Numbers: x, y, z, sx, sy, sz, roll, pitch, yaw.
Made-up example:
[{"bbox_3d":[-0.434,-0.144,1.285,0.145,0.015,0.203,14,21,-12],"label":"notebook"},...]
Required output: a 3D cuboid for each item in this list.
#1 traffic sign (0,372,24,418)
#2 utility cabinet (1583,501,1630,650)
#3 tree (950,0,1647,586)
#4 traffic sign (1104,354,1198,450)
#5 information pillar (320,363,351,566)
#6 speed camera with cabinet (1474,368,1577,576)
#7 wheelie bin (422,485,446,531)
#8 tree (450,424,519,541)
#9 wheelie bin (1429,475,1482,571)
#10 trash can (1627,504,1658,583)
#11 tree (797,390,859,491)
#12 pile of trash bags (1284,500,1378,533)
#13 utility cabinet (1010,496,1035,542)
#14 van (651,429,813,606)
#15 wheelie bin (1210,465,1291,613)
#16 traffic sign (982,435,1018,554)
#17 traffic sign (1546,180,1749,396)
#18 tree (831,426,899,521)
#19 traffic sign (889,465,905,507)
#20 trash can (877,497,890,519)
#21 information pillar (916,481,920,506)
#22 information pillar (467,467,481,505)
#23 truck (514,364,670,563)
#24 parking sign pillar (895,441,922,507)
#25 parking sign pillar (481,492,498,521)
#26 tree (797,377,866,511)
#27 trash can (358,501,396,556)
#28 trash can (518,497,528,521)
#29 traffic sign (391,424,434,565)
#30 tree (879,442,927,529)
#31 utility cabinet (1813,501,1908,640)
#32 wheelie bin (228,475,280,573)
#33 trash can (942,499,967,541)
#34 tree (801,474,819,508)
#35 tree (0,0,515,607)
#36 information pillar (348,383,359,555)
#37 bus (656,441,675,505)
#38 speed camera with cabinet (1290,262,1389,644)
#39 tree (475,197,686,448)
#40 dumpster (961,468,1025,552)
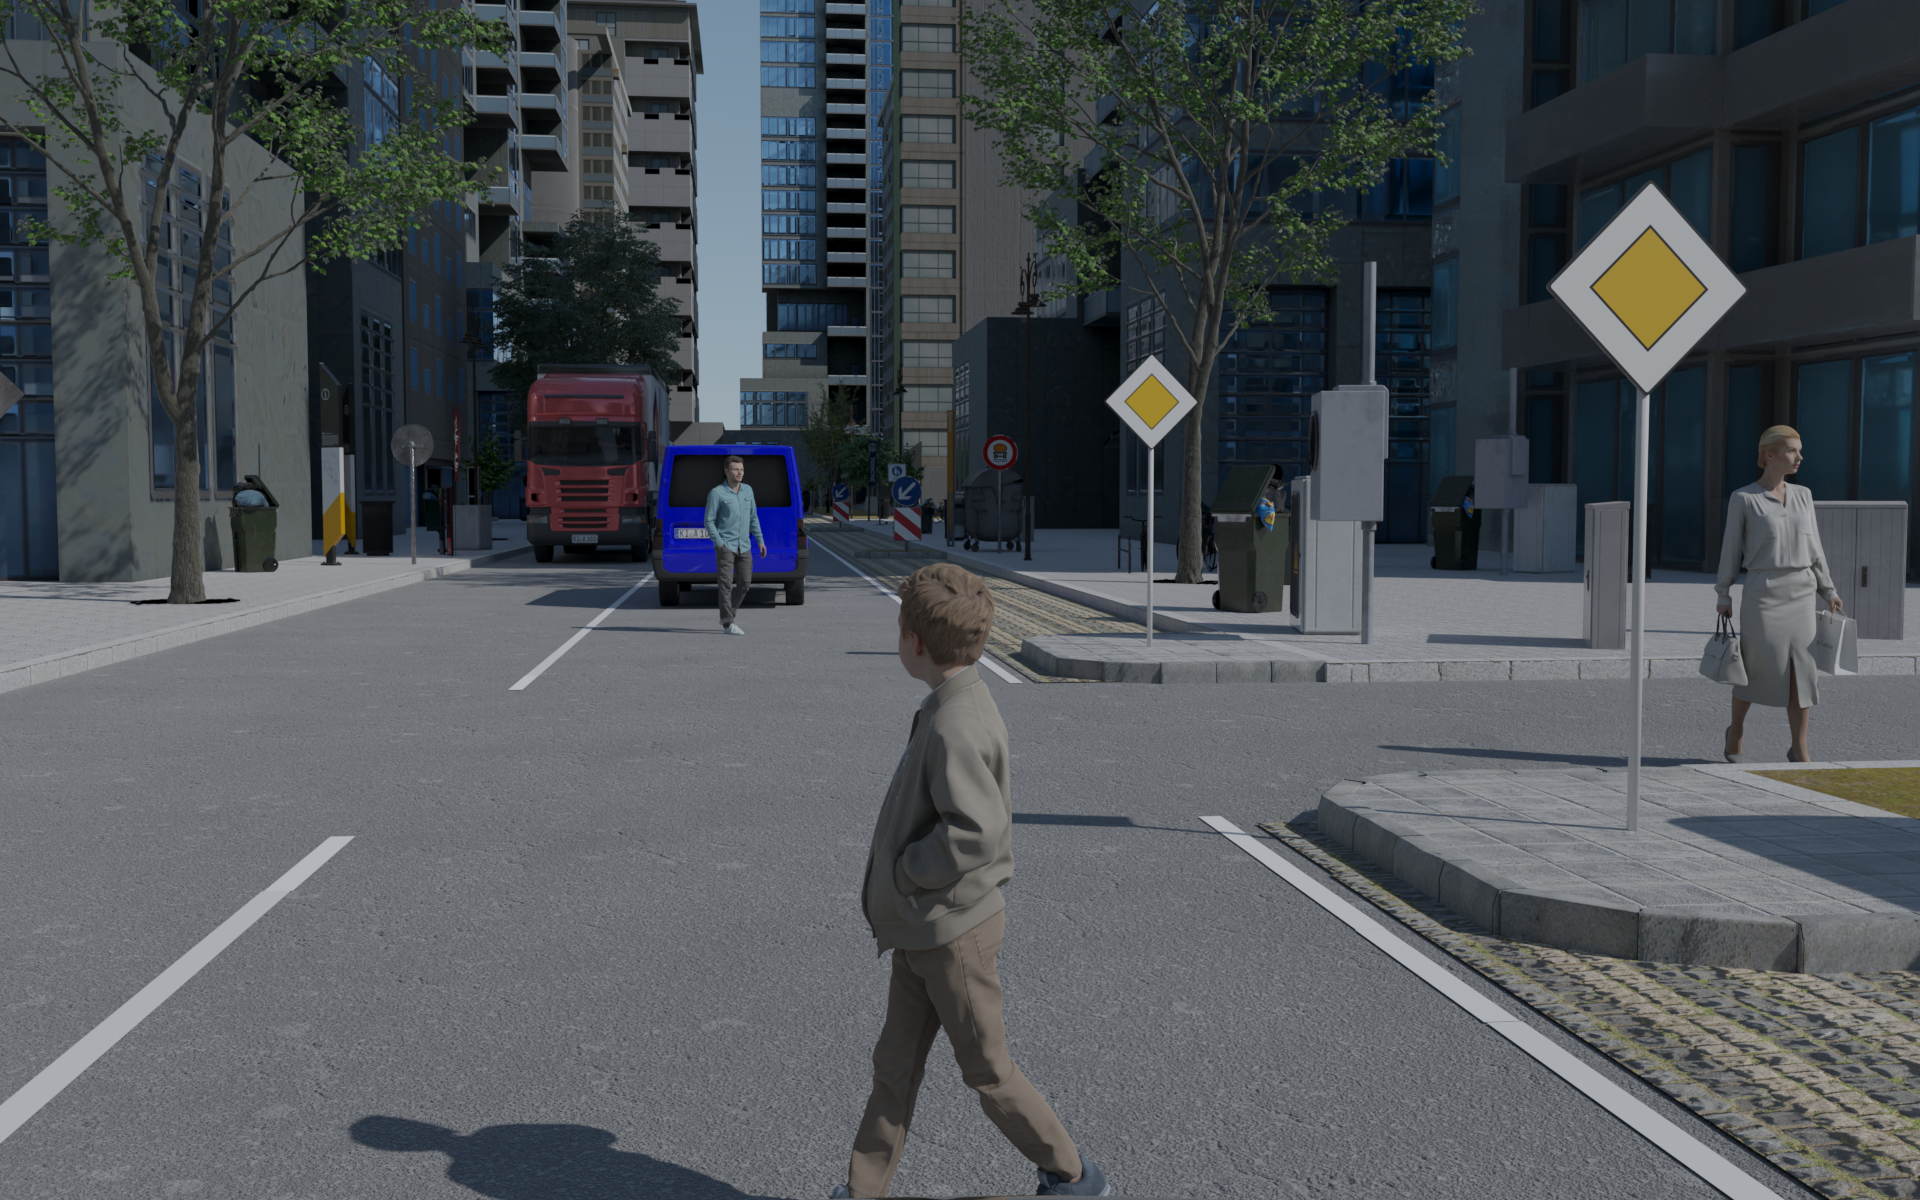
[{"bbox_3d":[-7.615,-0.681,13.328,0.795,2.593,0.064,0,4,-7],"label":"traffic sign"},{"bbox_3d":[5.487,-0.220,14.757,0.306,1.237,1.020,1,4,17],"label":"utility cabinet"},{"bbox_3d":[3.456,-6.037,24.464,9.928,11.665,9.643,0,3,0],"label":"tree"},{"bbox_3d":[1.612,-0.749,14.439,0.795,2.593,0.064,0,4,-7],"label":"traffic sign"},{"bbox_3d":[-11.224,-2.422,30.957,0.504,3.616,0.183,2,4,30],"label":"information pillar"},{"bbox_3d":[9.106,-2.048,27.823,2.038,3.252,0.660,-3,4,-38],"label":"speed camera with cabinet"},{"bbox_3d":[-18.223,-3.189,60.054,0.693,1.594,0.980,0,3,0],"label":"wheelie bin"},{"bbox_3d":[-12.969,-3.269,48.053,1.663,3.219,1.824,0,3,0],"label":"tree"},{"bbox_3d":[8.395,-1.310,29.325,0.693,1.594,0.980,-2,4,-34],"label":"wheelie bin"},{"bbox_3d":[9.729,-0.826,25.163,0.748,1.137,0.748,0,3,0],"label":"trash can"},{"bbox_3d":[-9.106,-10.480,121.707,4.360,8.622,3.978,0,3,0],"label":"tree"},{"bbox_3d":[7.178,-1.593,35.793,3.447,1.369,1.912,-1,4,-21],"label":"pile of trash bags"},{"bbox_3d":[1.642,-2.167,46.589,0.306,1.237,1.020,2,4,29],"label":"utility cabinet"},{"bbox_3d":[-3.108,-1.192,23.877,2.240,2.365,5.245,0,4,-6],"label":"van"},{"bbox_3d":[3.176,-0.676,18.958,0.693,1.594,0.980,-3,4,-36],"label":"wheelie bin"},{"bbox_3d":[0.857,-2.275,37.300,0.768,2.556,0.104,0,4,-6],"label":"traffic sign"},{"bbox_3d":[2.587,-0.264,6.514,0.795,2.593,0.064,0,4,-7],"label":"traffic sign"},{"bbox_3d":[-4.444,-6.054,82.704,4.285,4.588,4.351,0,3,0],"label":"tree"},{"bbox_3d":[-2.139,-3.474,58.937,0.606,2.300,0.079,0,4,1],"label":"traffic sign"},{"bbox_3d":[-3.961,-4.772,89.676,0.748,1.137,0.748,0,3,0],"label":"trash can"},{"bbox_3d":[-2.089,-4.821,83.321,0.304,2.012,0.304,0,4,-3],"label":"information pillar"},{"bbox_3d":[-13.042,-2.569,46.503,0.304,2.012,0.304,0,4,-7],"label":"information pillar"},{"bbox_3d":[-8.150,-3.107,39.719,2.839,4.237,11.283,0,4,-7],"label":"truck"},{"bbox_3d":[-2.611,-6.090,88.042,1.447,3.967,1.447,-1,4,-15],"label":"parking sign pillar"},{"bbox_3d":[-22.723,-5.738,82.296,1.447,3.967,1.447,0,4,-2],"label":"parking sign pillar"},{"bbox_3d":[-7.913,-9.676,108.560,4.737,8.622,4.395,0,3,0],"label":"tree"},{"bbox_3d":[-12.094,-1.487,35.969,0.748,1.137,0.748,0,3,0],"label":"trash can"},{"bbox_3d":[-20.575,-4.308,82.094,0.748,1.137,0.748,0,3,0],"label":"trash can"},{"bbox_3d":[-9.954,-1.920,31.496,0.768,2.556,0.104,0,4,-1],"label":"traffic sign"},{"bbox_3d":[-1.942,-4.242,63.950,1.663,3.219,1.824,0,3,0],"label":"tree"},{"bbox_3d":[7.870,-0.265,15.494,1.020,1.237,0.306,2,4,24],"label":"utility cabinet"},{"bbox_3d":[-11.615,-1.258,28.470,0.693,1.594,0.980,-3,5,-39],"label":"wheelie bin"},{"bbox_3d":[-0.118,-2.193,47.515,0.748,1.137,0.748,0,3,0],"label":"trash can"},{"bbox_3d":[-14.154,-10.450,165.452,1.663,3.219,1.824,0,3,0],"label":"tree"},{"bbox_3d":[-9.066,-5.752,19.801,9.928,11.665,9.643,0,3,0],"label":"tree"},{"bbox_3d":[-13.001,-2.780,36.807,0.183,3.616,0.504,-3,5,-42],"label":"information pillar"},{"bbox_3d":[-10.312,-3.623,54.093,2.948,3.499,13.247,0,4,-6],"label":"bus"},{"bbox_3d":[3.369,-1.299,15.569,0.660,3.252,2.038,0,4,5],"label":"speed camera with cabinet"},{"bbox_3d":[-16.505,-10.353,75.933,9.857,13.997,8.962,0,3,0],"label":"tree"},{"bbox_3d":[0.755,-2.028,38.913,1.264,1.857,1.865,0,4,-7],"label":"dumpster"}]
